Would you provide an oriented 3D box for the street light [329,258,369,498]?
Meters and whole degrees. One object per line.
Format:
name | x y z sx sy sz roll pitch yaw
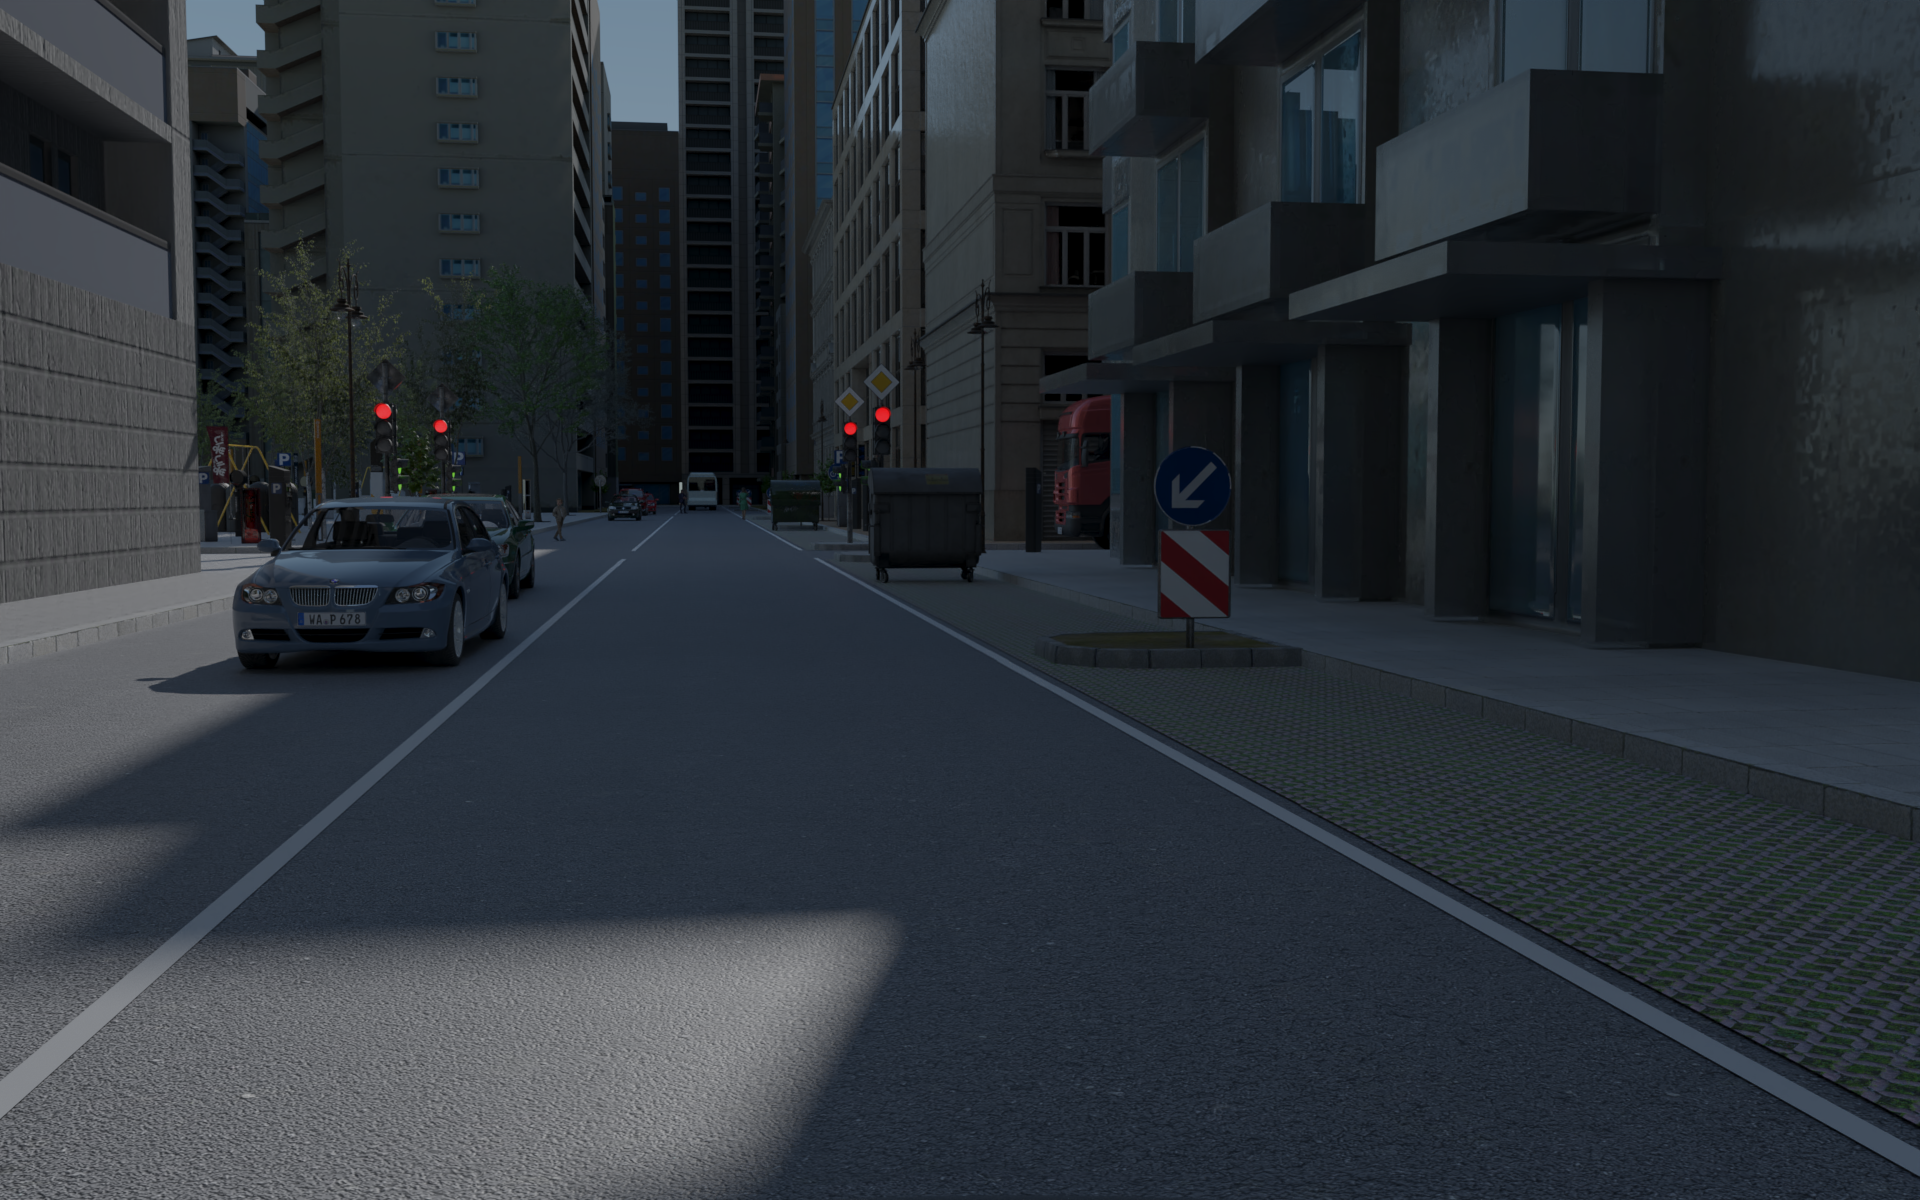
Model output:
street light | -11.985 -3.750 34.103 0.468 5.910 1.993 -1 4 -9

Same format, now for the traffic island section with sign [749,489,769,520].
traffic island section with sign | -10.602 -5.391 96.778 1.989 1.847 2.006 -1 4 -9

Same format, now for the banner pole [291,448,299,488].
banner pole | -35.644 -6.286 92.786 0.401 3.779 0.863 1 4 9

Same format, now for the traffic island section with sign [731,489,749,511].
traffic island section with sign | -18.046 -8.408 146.105 1.989 1.847 2.006 -1 4 -9

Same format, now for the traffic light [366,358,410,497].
traffic light | -11.860 -2.873 35.898 0.839 4.253 0.868 -1 4 -9

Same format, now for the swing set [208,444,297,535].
swing set | -23.035 -3.527 55.282 2.862 2.851 3.119 0 4 -2

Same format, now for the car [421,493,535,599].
car | -7.186 -0.807 24.994 2.131 1.459 4.920 -1 4 -10

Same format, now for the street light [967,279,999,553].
street light | 0.488 -3.952 37.401 0.468 5.910 1.993 -1 4 -9

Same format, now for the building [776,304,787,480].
building | -1.790 -18.892 153.926 27.650 21.520 28.899 -1 4 -9

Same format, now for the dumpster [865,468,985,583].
dumpster | -0.588 -1.227 28.272 1.865 1.857 1.264 0 4 -8

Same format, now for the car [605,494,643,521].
car | -18.158 -5.139 93.804 2.009 1.686 4.222 -1 4 -9

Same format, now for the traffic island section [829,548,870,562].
traffic island section | -1.674 -0.934 37.558 2.009 0.180 2.903 -1 4 -9

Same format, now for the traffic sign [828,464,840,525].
traffic sign | -5.016 -4.334 70.966 0.768 2.556 0.104 0 4 -3

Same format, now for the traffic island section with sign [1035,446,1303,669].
traffic island section with sign | 1.712 -0.395 15.094 1.989 1.847 2.006 -1 4 -9

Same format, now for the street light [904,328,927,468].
street light | -1.252 -4.627 48.447 0.468 5.910 1.993 -1 4 -9

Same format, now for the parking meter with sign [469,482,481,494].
parking meter with sign | -31.228 -7.048 111.495 1.738 3.016 0.543 -2 4 -33

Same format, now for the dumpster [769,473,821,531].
dumpster | -6.440 -3.828 67.536 1.985 2.255 1.502 -1 4 -10

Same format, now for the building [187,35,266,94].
building | -77.279 -37.939 209.533 27.495 52.752 28.713 -1 4 -9

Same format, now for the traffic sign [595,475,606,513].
traffic sign | -23.994 -7.061 115.545 0.768 2.556 0.104 0 4 1

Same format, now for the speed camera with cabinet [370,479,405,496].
speed camera with cabinet | -33.707 -6.586 102.011 2.038 3.252 0.660 1 4 17

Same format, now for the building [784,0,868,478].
building | -5.939 -29.402 130.825 14.600 45.320 14.200 -1 4 -9

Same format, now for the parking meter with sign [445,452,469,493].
parking meter with sign | -20.620 -4.529 70.309 0.543 3.016 1.738 0 4 4

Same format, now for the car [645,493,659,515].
car | -22.258 -6.888 121.664 2.155 1.783 4.494 -1 4 -10

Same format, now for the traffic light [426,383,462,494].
traffic light | -13.051 -3.356 43.794 0.839 4.253 0.868 -1 4 -9

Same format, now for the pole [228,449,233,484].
pole | -33.135 -5.194 78.763 0.158 3.312 0.155 0 3 0

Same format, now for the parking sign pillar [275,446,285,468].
parking sign pillar | -38.169 -6.650 97.198 1.447 3.967 1.447 -1 4 -12

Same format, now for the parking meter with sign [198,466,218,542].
parking meter with sign | -20.684 -3.102 46.972 1.738 3.016 0.543 3 5 43

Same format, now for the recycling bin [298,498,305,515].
recycling bin | -40.558 -5.733 106.284 0.722 1.027 0.722 -1 4 -14

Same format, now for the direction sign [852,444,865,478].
direction sign | -4.704 -5.315 78.894 0.876 3.537 0.379 -3 4 -36

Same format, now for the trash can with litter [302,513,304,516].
trash can with litter | -38.655 -5.666 103.693 2.233 1.210 1.678 -1 4 -11

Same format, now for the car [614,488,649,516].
car | -21.772 -6.498 114.915 2.281 1.827 5.304 -1 4 -8

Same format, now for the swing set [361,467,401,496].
swing set | -32.818 -6.214 99.215 3.119 2.851 2.862 1 4 22

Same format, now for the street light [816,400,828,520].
street light | -6.686 -6.803 84.018 0.468 5.910 1.993 -1 4 -9

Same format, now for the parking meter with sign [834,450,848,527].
parking meter with sign | -4.615 -4.396 68.137 0.543 3.016 1.738 0 4 -8

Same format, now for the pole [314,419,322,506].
pole | -17.509 -3.268 47.278 0.158 3.312 0.155 0 3 0

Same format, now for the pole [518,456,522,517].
pole | -23.716 -6.089 93.403 0.158 3.312 0.155 0 3 0

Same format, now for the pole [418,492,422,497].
pole | -20.585 -4.415 66.022 0.158 3.312 0.155 0 3 0

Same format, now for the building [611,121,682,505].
building | -40.681 -34.111 207.820 14.200 45.320 14.600 -1 4 -9

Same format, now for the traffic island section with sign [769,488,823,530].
traffic island section with sign | -6.582 -3.761 70.123 1.989 1.847 2.006 -1 4 -9

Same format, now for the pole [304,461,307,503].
pole | -39.954 -6.844 105.744 0.158 3.312 0.155 0 3 0

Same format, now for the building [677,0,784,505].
building | -23.862 -47.337 212.219 20.611 71.187 20.563 -1 4 -9

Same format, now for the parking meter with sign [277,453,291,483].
parking meter with sign | -28.355 -4.677 72.732 0.543 3.016 1.738 -1 4 -21

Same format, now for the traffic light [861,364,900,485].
traffic light | -1.716 -2.967 37.438 0.839 4.253 0.868 -1 4 -9

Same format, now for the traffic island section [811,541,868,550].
traffic island section | -2.865 -1.417 45.454 2.009 0.180 2.903 -1 4 -9

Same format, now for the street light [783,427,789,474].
street light | -12.036 -8.979 119.601 0.468 5.910 1.993 -1 4 -9

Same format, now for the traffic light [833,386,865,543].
traffic light | -2.906 -3.450 45.334 0.839 4.253 0.868 -1 4 -9

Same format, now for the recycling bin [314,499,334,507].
recycling bin | -32.340 -4.617 88.039 0.722 1.027 0.722 3 4 37

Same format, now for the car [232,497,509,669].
car | -5.220 -0.233 15.810 2.014 1.417 4.499 0 4 -7

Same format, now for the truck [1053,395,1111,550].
truck | 7.385 -3.328 43.332 11.283 4.237 2.839 0 4 -7
